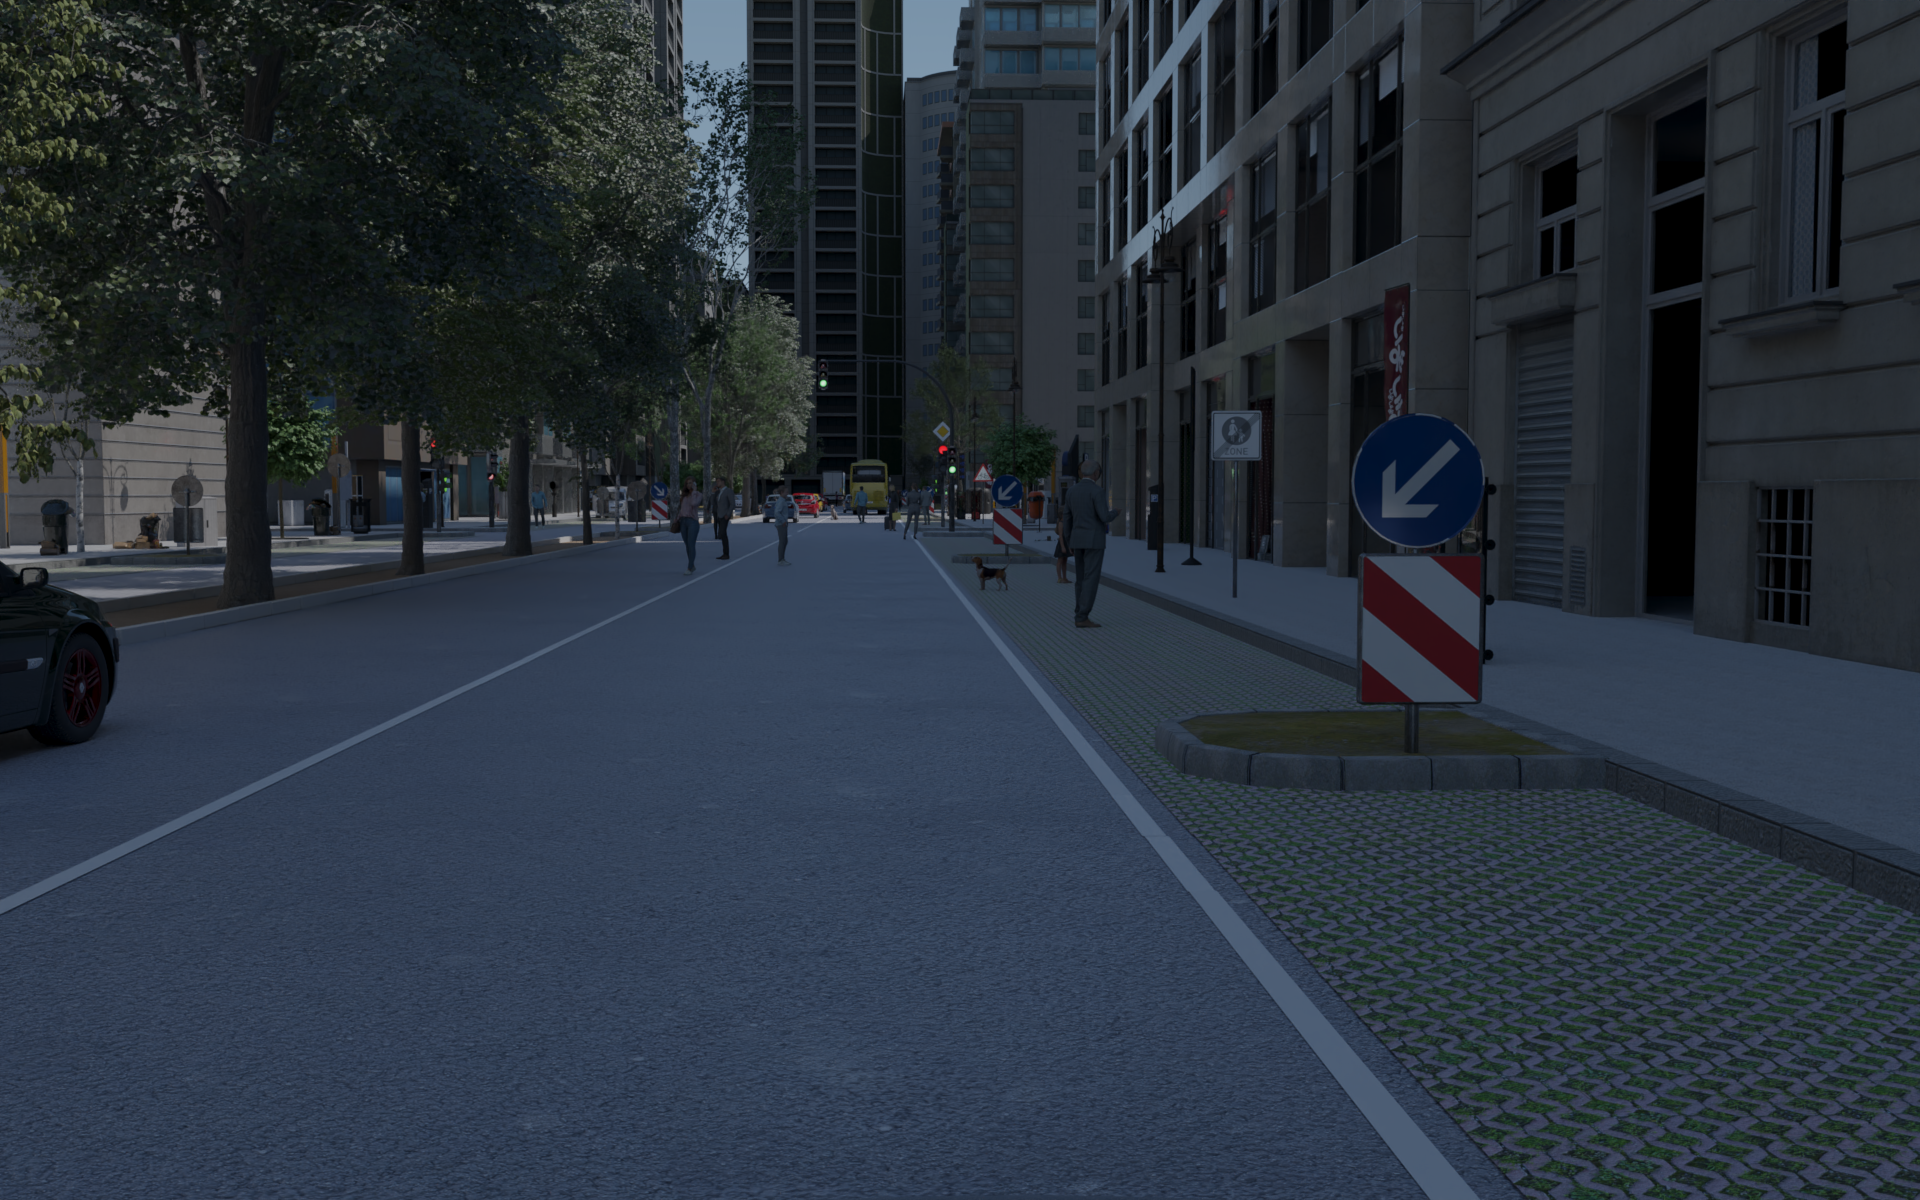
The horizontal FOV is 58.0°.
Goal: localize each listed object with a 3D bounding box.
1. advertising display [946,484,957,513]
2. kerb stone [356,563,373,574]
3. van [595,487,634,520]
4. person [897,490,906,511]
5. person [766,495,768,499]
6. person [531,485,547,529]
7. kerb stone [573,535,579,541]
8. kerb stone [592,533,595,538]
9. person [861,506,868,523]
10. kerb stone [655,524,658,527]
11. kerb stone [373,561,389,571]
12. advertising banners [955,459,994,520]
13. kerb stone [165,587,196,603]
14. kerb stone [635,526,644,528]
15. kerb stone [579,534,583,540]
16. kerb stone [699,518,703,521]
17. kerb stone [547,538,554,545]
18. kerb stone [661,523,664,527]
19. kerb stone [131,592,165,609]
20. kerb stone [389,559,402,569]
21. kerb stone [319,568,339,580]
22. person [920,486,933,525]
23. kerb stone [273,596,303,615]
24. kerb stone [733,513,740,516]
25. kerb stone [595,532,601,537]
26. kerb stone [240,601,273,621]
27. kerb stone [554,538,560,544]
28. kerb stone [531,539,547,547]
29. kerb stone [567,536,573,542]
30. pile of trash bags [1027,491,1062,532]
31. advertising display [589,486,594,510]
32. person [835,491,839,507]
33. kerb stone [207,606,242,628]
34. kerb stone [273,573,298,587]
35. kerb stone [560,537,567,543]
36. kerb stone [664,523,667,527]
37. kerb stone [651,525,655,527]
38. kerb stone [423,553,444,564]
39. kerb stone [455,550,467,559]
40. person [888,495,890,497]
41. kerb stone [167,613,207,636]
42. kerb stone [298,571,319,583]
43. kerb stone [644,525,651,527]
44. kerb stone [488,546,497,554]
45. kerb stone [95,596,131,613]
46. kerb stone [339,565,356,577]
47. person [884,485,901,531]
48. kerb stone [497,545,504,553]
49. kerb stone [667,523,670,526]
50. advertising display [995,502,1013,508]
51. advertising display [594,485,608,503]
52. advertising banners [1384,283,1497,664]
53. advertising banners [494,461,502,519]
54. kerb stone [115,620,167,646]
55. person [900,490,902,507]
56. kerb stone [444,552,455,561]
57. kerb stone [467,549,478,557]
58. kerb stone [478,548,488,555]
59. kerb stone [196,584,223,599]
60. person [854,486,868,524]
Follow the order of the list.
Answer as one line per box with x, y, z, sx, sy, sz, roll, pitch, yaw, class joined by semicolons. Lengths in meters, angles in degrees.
-0.546;-6.718;115.060;0.974;1.923;0.123;-3;5;-39;advertising display
-10.815;-0.547;31.145;0.120;0.150;1.000;0;4;-3;kerb stone
-19.236;-5.477;96.565;2.013;2.044;4.112;0;4;-2;van
-5.287;-8.558;148.553;1.348;1.807;0.705;1;4;15;person
-18.209;-9.299;163.770;0.697;1.427;0.421;1;4;8;person
-17.422;-3.868;71.757;0.660;1.820;0.620;0;4;-7;person
-11.817;-1.864;52.671;0.120;0.150;1.000;0;4;-3;kerb stone
-11.968;-2.049;55.742;0.120;0.150;1.000;0;4;-3;kerb stone
-4.802;-4.507;86.864;0.373;1.253;0.362;0;4;-4;person
-12.713;-3.021;71.596;0.120;0.150;1.000;0;4;-3;kerb stone
-10.856;-0.610;32.169;0.120;0.150;1.000;0;4;-3;kerb stone
0.765;-5.538;86.740;2.074;3.025;0.090;1;4;16;advertising banners
-10.416;-0.046;22.953;0.120;0.150;1.000;0;4;-3;kerb stone
-12.525;-2.771;67.499;0.120;0.150;1.000;0;4;-3;kerb stone
-11.864;-1.927;53.701;0.120;0.150;1.000;0;4;-3;kerb stone
-13.690;-4.274;92.072;0.120;0.150;1.000;0;4;-3;kerb stone
-11.625;-1.613;48.573;0.120;0.150;1.000;0;4;-3;kerb stone
-12.819;-3.147;73.642;0.120;0.150;1.000;0;4;-3;kerb stone
-10.364;0.018;21.927;0.120;0.150;1.000;0;4;-3;kerb stone
-10.908;-0.673;33.192;0.120;0.150;1.000;0;4;-3;kerb stone
-10.699;-0.422;29.101;0.120;0.150;1.000;0;4;-3;kerb stone
-1.575;-4.378;80.183;0.635;1.810;0.391;-3;5;-39;person
-8.215;0.075;20.965;0.120;0.150;1.000;0;4;-3;kerb stone
-14.716;-5.590;113.589;0.120;0.150;1.000;0;4;-3;kerb stone
-12.071;-2.177;57.783;0.120;0.150;1.000;0;4;-3;kerb stone
-8.172;0.138;19.944;0.120;0.150;1.000;0;4;-3;kerb stone
-11.672;-1.676;49.601;0.120;0.150;1.000;0;4;-3;kerb stone
-11.576;-1.548;47.540;0.120;0.150;1.000;0;4;-3;kerb stone
-11.780;-1.801;51.649;0.120;0.150;1.000;0;4;-3;kerb stone
3.859;-3.001;58.818;3.447;1.369;1.912;-2;4;-24;pile of trash bags
-28.971;-8.017;136.283;0.123;1.923;0.974;3;5;43;advertising display
-13.846;-11.397;195.531;0.721;1.739;1.217;1;4;9;person
-8.114;0.204;18.917;0.120;0.150;1.000;0;4;-3;kerb stone
-10.613;-0.296;27.042;0.120;0.150;1.000;0;4;-3;kerb stone
-11.728;-1.736;50.629;0.120;0.150;1.000;0;4;-3;kerb stone
-12.869;-3.205;74.681;0.120;0.150;1.000;0;4;-3;kerb stone
-12.669;-2.959;70.575;0.120;0.150;1.000;0;4;-3;kerb stone
-11.039;-0.860;36.262;0.120;0.150;1.000;0;4;-3;kerb stone
-11.134;-0.985;38.308;0.120;0.150;1.000;0;4;-3;kerb stone
-7.683;-10.404;178.693;1.348;1.812;0.705;-2;4;-29;person
-8.064;0.266;17.896;0.120;0.150;1.000;0;4;-3;kerb stone
-10.660;-0.359;28.069;0.120;0.150;1.000;0;4;-3;kerb stone
-12.618;-2.897;69.554;0.120;0.150;1.000;0;4;-3;kerb stone
-11.286;-1.171;41.379;0.120;0.150;1.000;0;4;-3;kerb stone
-10.319;0.079;20.902;0.120;0.150;1.000;0;4;-3;kerb stone
-10.761;-0.485;30.125;0.120;0.150;1.000;0;4;-3;kerb stone
-2.619;-3.592;67.440;0.699;1.804;1.509;0;4;-1;person
-11.331;-1.236;42.401;0.120;0.150;1.000;0;4;-3;kerb stone
-12.915;-3.273;75.706;0.120;0.150;1.000;0;4;-3;kerb stone
2.237;-5.043;87.674;0.974;1.923;0.123;0;4;3;advertising display
-26.552;-7.543;128.544;0.974;1.923;0.123;2;4;24;advertising display
3.796;-1.083;13.893;0.090;3.025;2.074;-1;4;-9;advertising banners
-24.244;-5.795;90.932;0.090;3.025;2.074;0;4;-1;advertising banners
-8.015;0.326;16.870;0.120;0.150;1.000;0;4;-3;kerb stone
-6.250;-10.636;182.489;1.350;1.814;0.705;-1;4;-14;person
-11.100;-0.923;37.283;0.120;0.150;1.000;0;4;-3;kerb stone
-11.188;-1.048;39.330;0.120;0.150;1.000;0;4;-3;kerb stone
-11.232;-1.102;40.358;0.120;0.150;1.000;0;4;-3;kerb stone
-10.458;-0.109;23.974;0.120;0.150;1.000;0;4;-3;kerb stone
-4.743;-4.570;83.231;0.660;1.820;0.620;-2;4;-25;person
